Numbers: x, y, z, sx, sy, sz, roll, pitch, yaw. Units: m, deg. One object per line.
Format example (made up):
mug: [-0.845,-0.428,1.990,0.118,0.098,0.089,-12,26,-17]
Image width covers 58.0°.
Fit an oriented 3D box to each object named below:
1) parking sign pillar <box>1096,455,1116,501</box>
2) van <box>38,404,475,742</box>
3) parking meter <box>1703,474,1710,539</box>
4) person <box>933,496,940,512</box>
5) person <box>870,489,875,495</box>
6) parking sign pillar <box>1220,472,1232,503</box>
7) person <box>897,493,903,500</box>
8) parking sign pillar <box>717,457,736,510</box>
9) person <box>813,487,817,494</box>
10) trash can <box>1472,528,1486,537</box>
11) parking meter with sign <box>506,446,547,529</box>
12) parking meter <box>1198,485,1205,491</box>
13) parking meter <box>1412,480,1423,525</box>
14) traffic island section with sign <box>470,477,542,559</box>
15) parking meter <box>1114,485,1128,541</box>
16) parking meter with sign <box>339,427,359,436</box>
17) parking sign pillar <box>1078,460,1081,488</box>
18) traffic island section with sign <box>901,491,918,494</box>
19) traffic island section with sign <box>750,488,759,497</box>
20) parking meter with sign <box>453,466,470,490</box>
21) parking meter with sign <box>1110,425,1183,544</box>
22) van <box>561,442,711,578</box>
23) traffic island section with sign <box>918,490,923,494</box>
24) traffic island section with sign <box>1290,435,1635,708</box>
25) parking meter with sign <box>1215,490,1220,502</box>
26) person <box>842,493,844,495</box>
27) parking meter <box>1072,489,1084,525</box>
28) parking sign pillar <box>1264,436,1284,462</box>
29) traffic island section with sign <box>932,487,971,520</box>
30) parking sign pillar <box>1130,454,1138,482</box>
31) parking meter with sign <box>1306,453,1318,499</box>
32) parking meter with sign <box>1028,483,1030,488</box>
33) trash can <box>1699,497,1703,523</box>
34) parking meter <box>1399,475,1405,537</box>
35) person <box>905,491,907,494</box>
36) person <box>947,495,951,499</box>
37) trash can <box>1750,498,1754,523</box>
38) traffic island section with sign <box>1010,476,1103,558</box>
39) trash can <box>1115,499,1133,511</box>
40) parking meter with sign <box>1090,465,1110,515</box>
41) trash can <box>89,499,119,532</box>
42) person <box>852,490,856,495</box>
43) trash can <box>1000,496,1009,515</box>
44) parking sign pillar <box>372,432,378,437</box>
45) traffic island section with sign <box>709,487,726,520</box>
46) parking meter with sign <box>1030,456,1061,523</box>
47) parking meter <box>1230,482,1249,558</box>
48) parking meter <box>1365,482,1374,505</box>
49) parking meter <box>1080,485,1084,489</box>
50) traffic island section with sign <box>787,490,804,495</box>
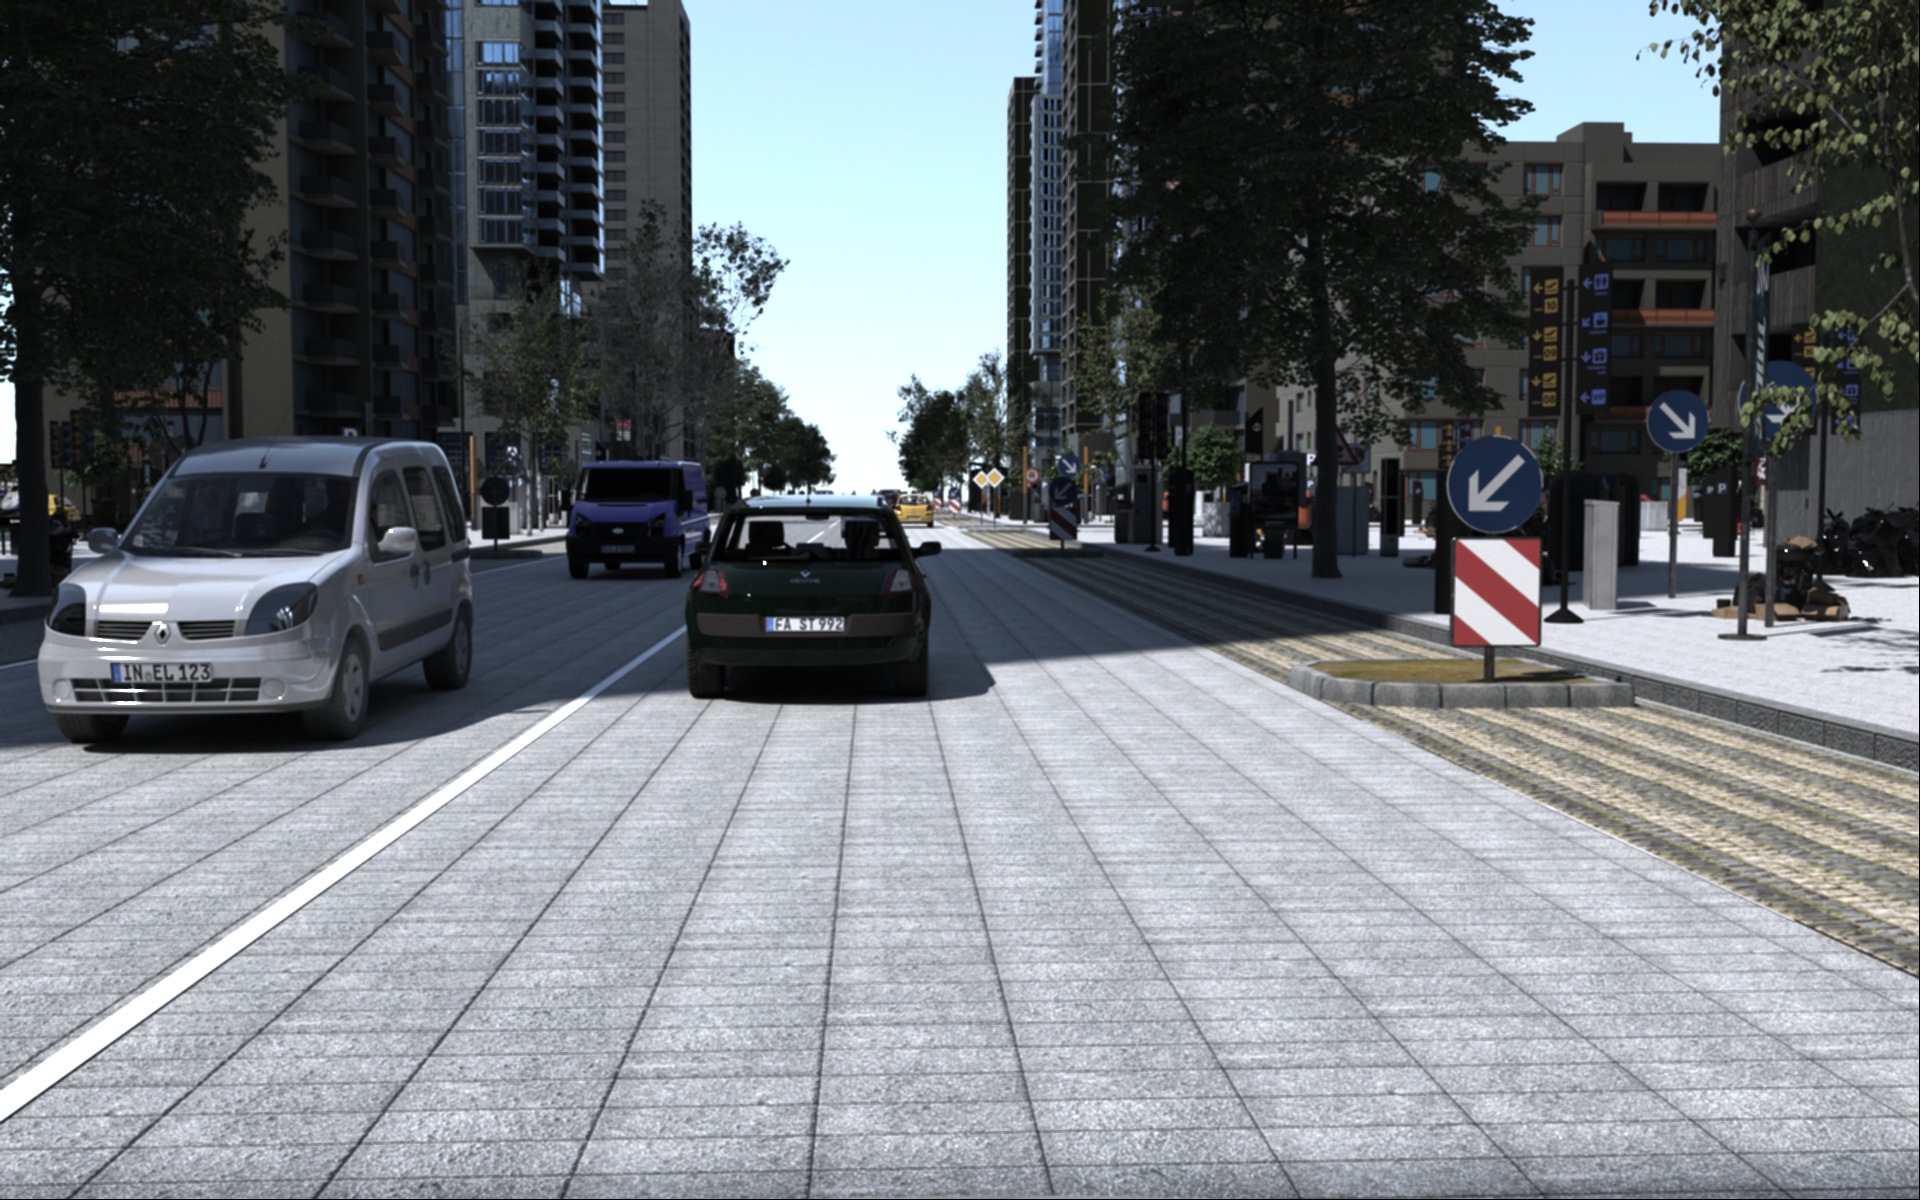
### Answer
parking sign pillar: [9.788,-7.825,116.407,1.447,3.967,1.447,-2,4,-24]
van: [-4.415,-0.266,11.364,2.013,2.044,4.112,0,4,-3]
parking meter: [21.642,-2.699,49.835,0.399,1.863,0.255,3,5,43]
person: [-1.877,-7.808,137.006,0.563,1.720,0.643,-1,4,-14]
person: [-6.508,-7.521,131.651,0.590,1.801,0.661,-3,5,-39]
parking sign pillar: [13.304,-6.002,86.612,1.447,3.967,1.447,0,4,-1]
person: [-3.622,-5.751,105.127,0.503,1.515,0.523,-2,4,-29]
parking sign pillar: [-16.652,-8.264,123.581,1.447,3.967,1.447,0,4,0]
person: [-8.902,-6.021,106.808,0.748,1.841,0.638,1,4,22]
trash can: [8.183,-0.915,26.611,0.748,1.137,0.748,0,3,0]
parking meter with sign: [-15.909,-4.126,63.722,0.543,3.016,1.738,1,4,23]
parking meter: [15.297,-6.368,109.835,0.399,1.863,0.255,-2,4,-28]
parking meter: [19.285,-4.115,72.998,0.399,1.863,0.255,0,4,0]
traffic island section with sign: [-10.420,-1.836,38.642,1.989,1.847,2.006,0,4,-3]
parking meter: [4.396,-2.371,47.172,0.372,1.533,0.369,0,3,0]
parking meter with sign: [-16.559,-3.022,45.667,1.738,3.016,0.543,3,4,37]
parking sign pillar: [8.983,-8.986,135.389,1.447,3.967,1.447,2,4,29]
traffic island section with sign: [-5.438,-11.651,199.127,1.989,1.847,2.006,0,4,-3]
traffic island section with sign: [-14.384,-6.920,121.764,1.989,1.847,2.006,0,4,-3]
parking meter with sign: [-31.219,-6.800,107.434,1.738,3.016,0.543,2,4,30]
parking meter with sign: [4.841,-2.954,44.564,1.738,3.016,0.543,2,4,33]
van: [-5.746,-1.642,31.232,2.240,2.365,5.245,0,4,-2]
traffic island section with sign: [-1.748,-6.921,121.781,1.989,1.847,2.006,0,4,-3]
traffic island section with sign: [3.465,-0.234,12.451,1.989,1.847,2.006,0,4,-3]
parking meter with sign: [14.731,-6.227,98.077,0.543,3.016,1.738,1,4,16]
person: [-19.549,-17.189,290.344,0.445,1.727,0.742,3,5,41]
parking meter: [4.886,-3.923,72.545,0.372,1.533,0.369,0,3,0]
parking sign pillar: [14.409,-5.576,79.632,1.447,3.967,1.447,2,4,33]
traffic island section with sign: [-0.442,-5.241,94.320,1.989,1.847,2.006,0,4,-3]
parking sign pillar: [11.880,-7.812,116.195,1.447,3.967,1.447,-1,4,-17]
parking meter with sign: [14.792,-4.704,73.173,0.543,3.016,1.738,1,4,14]
parking meter with sign: [3.825,-5.638,88.435,1.738,3.016,0.543,-1,4,-10]
trash can: [32.819,-3.933,75.961,0.748,1.137,0.748,0,3,0]
parking meter: [13.134,-2.831,51.998,0.255,1.863,0.399,-3,5,-43]
person: [-5.690,-10.505,180.976,1.217,1.735,0.721,2,4,24]
person: [-1.351,-13.522,229.460,0.709,1.838,0.599,-1,4,-18]
trash can: [25.699,-2.774,57.010,0.748,1.137,0.748,0,3,0]
traffic island section with sign: [2.169,-1.897,39.643,1.989,1.847,2.006,0,4,-3]
trash can: [4.465,-2.094,45.891,0.748,1.137,0.748,0,3,0]
parking meter with sign: [8.541,-6.617,104.455,0.543,3.016,1.738,3,5,39]
trash can: [-23.738,-2.227,48.066,0.748,1.137,0.748,0,3,0]
person: [-11.186,-10.730,183.810,0.709,1.838,0.599,-3,5,-40]
trash can: [2.641,-5.703,104.894,0.748,1.137,0.748,0,3,0]
parking sign pillar: [-25.163,-5.343,75.831,1.447,3.967,1.447,1,4,18]
traffic island section with sign: [-13.089,-5.273,94.840,1.989,1.847,2.006,0,4,-3]
parking meter with sign: [3.949,-4.953,77.243,0.543,3.016,1.738,3,4,38]
parking meter: [5.663,-1.634,35.132,0.372,1.533,0.369,0,3,0]
parking meter: [18.934,-4.554,80.161,0.399,1.863,0.255,0,4,8]
parking meter: [7.465,-6.089,105.263,0.255,1.863,0.399,-2,4,-31]
traffic island section with sign: [-16.769,-9.987,171.908,1.989,1.847,2.006,0,4,-3]
